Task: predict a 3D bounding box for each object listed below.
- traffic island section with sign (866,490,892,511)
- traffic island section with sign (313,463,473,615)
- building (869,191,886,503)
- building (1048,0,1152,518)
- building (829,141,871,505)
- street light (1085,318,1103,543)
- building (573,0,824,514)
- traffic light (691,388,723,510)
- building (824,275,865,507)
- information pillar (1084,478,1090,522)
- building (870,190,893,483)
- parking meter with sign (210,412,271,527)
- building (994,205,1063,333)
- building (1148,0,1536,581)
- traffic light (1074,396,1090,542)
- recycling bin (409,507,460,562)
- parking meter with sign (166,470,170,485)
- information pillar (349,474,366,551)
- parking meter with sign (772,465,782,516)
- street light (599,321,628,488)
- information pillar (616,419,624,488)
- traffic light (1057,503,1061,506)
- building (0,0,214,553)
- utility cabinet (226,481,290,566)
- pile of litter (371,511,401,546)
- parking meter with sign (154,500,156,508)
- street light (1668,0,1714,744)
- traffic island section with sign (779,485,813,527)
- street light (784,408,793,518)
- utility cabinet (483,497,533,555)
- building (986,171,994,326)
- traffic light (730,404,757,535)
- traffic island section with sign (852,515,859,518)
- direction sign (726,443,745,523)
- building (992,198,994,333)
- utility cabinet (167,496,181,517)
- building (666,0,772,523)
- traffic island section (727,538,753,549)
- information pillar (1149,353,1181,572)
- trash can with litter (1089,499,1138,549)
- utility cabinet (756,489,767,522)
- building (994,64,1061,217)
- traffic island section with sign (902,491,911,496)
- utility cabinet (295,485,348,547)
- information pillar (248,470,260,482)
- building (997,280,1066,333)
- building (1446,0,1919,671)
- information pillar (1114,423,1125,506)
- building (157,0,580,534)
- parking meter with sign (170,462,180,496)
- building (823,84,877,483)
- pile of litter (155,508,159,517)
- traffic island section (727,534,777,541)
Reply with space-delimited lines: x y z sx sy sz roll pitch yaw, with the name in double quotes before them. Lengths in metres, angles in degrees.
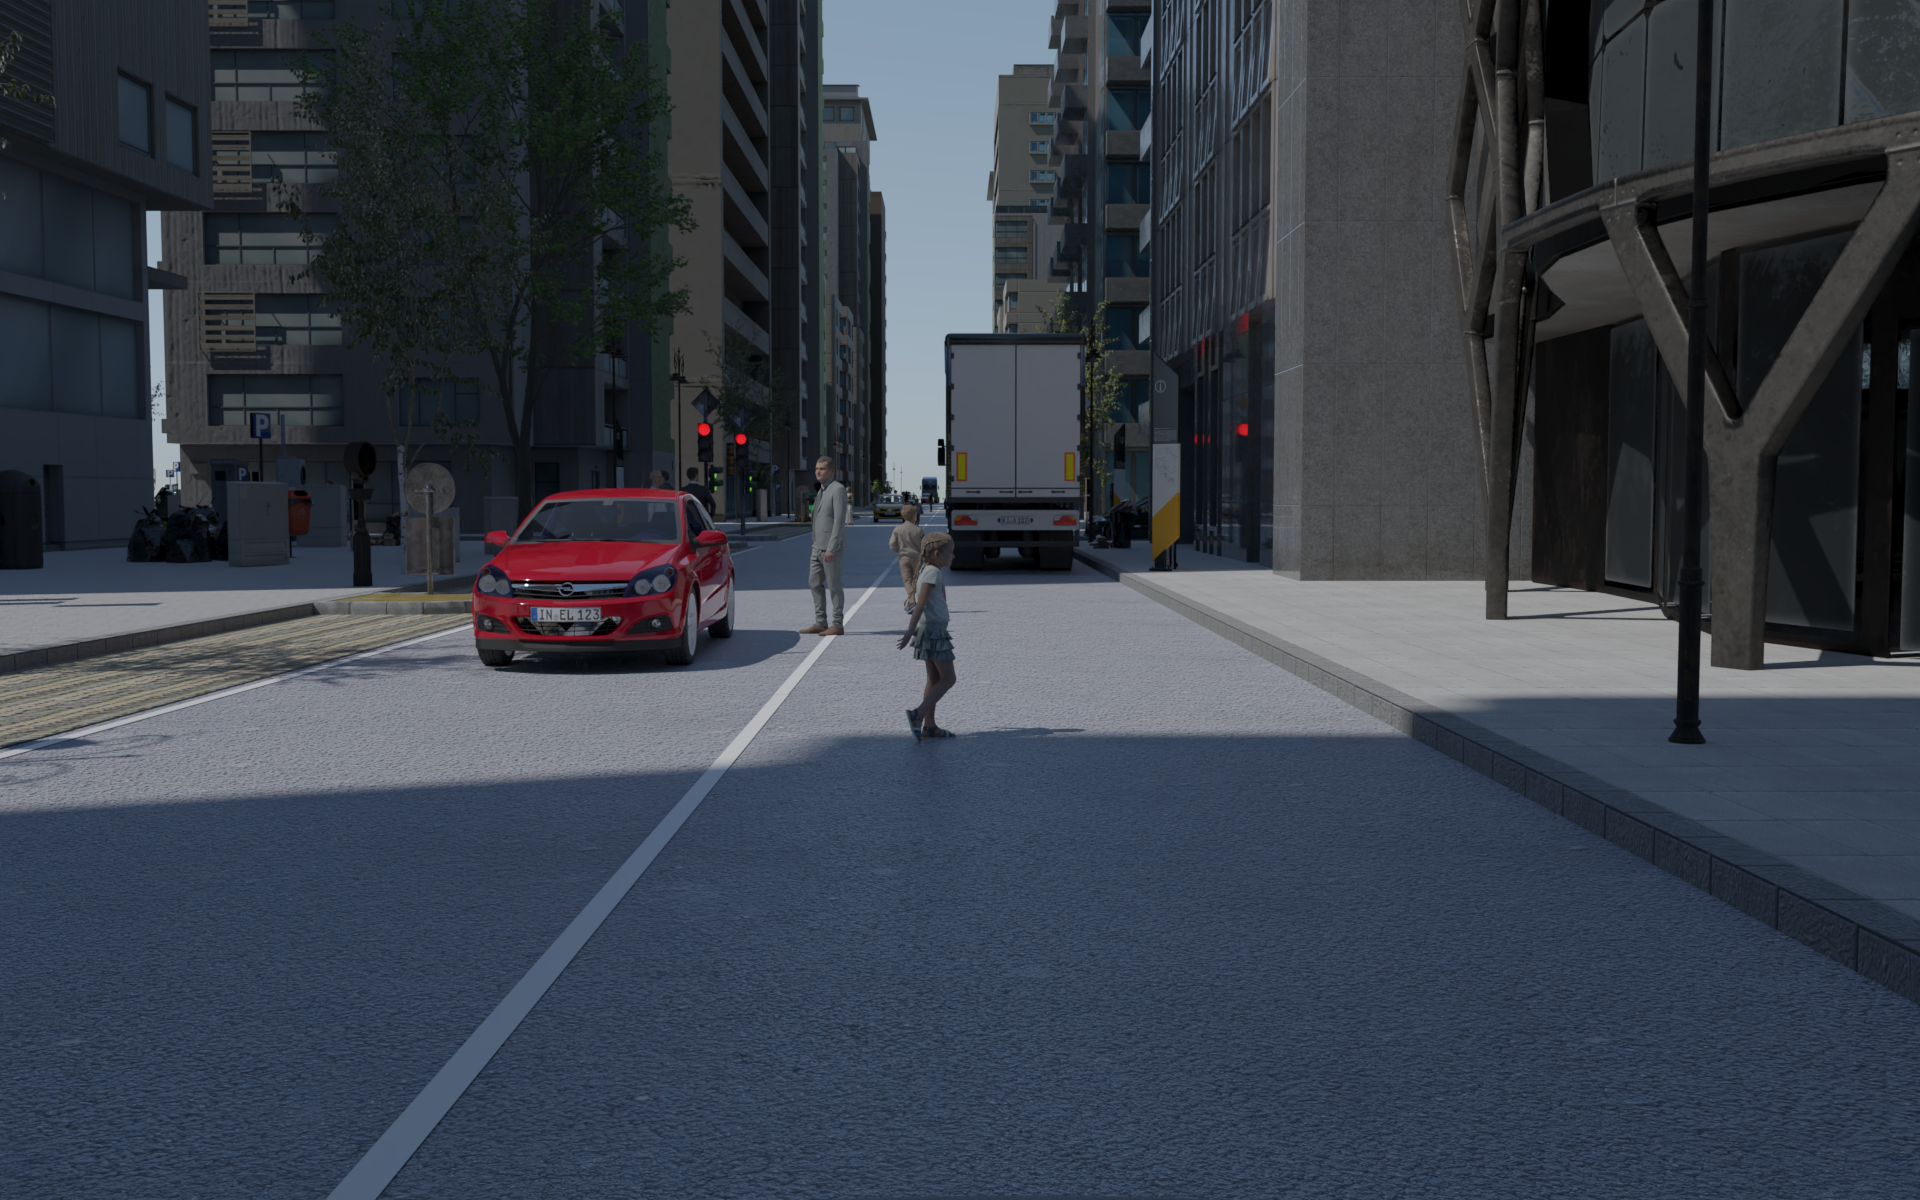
"traffic island section with sign" -7.213 -8.749 151.673 1.989 1.847 2.006 0 4 0
"traffic island section with sign" -6.658 -0.779 21.363 1.989 1.847 2.006 0 4 0
"building" -17.847 -36.637 249.129 14.600 45.320 14.200 0 4 0
"building" 16.410 -29.150 96.212 23.786 49.044 30.456 0 4 0
"building" -17.505 -31.271 194.875 14.154 41.232 14.086 0 4 0
"street light" 3.465 -4.455 45.624 0.468 5.910 1.993 0 4 0
"building" -16.397 -26.288 113.399 14.154 41.232 14.086 0 4 0
"traffic light" -6.719 -3.487 45.929 0.839 4.253 0.868 0 4 0
"building" -24.178 -20.120 173.996 27.650 21.520 28.899 0 4 0
"information pillar" 5.944 -4.640 80.358 0.304 2.012 0.304 -1 4 -11
"building" -22.794 -39.858 271.281 23.786 49.044 30.456 0 4 0
"parking meter with sign" -15.802 -2.523 37.505 1.738 3.016 0.543 1 4 18
"building" 10.395 -24.689 175.363 14.160 30.474 14.107 0 4 0
"building" 10.978 -13.254 34.728 12.078 24.808 19.932 0 4 0
"traffic light" 3.092 -3.490 45.986 0.839 4.253 0.868 0 4 0
"recycling bin" -9.892 -1.222 32.530 0.722 1.027 0.722 3 5 40
"parking meter with sign" -56.143 -7.793 123.676 0.543 3.016 1.738 -3 5 -39
"information pillar" -13.502 -2.099 38.815 0.304 2.012 0.304 -2 4 -30
"parking meter with sign" -10.795 -6.469 102.030 0.543 3.016 1.738 -1 4 -14
"street light" -8.814 -4.366 44.177 0.468 5.910 1.993 0 4 0
"information pillar" -10.496 -3.786 53.257 0.183 3.616 0.504 1 4 15
"traffic light" 3.058 -3.979 53.971 0.839 4.253 0.868 0 4 0
"building" -32.333 -26.997 30.642 27.495 52.752 28.713 0 4 0
"utility cabinet" -12.496 -1.358 30.878 0.318 1.500 1.173 1 4 21
"pile of litter" -14.292 -1.785 43.144 1.176 0.858 1.719 -2 4 -30
"parking meter with sign" -53.532 -7.183 113.695 0.543 3.016 1.738 1 4 19
"street light" 3.761 -2.201 8.781 0.468 5.910 1.993 0 4 0
"traffic island section with sign" -6.894 -4.131 76.170 1.989 1.847 2.006 0 4 0
"street light" -9.006 -7.223 90.881 0.468 5.910 1.993 0 4 0
"utility cabinet" -9.663 -1.586 37.095 1.020 1.237 0.306 -3 5 -44
"building" 18.781 -41.879 273.961 28.713 52.752 27.495 0 4 0
"traffic light" -6.753 -3.975 53.914 0.839 4.253 0.868 0 4 0
"traffic island section with sign" -7.008 -5.780 103.125 1.989 1.847 2.006 0 4 0
"direction sign" -9.877 -5.167 76.484 0.876 3.537 0.379 -1 4 -21
"building" 15.822 -38.211 244.352 23.786 49.044 30.456 0 4 0
"utility cabinet" -33.519 -3.876 74.535 1.020 1.237 0.306 -1 4 -10
"building" -21.223 -28.276 86.022 21.300 48.544 21.600 0 4 0
"traffic island section" -6.759 -1.455 46.063 2.009 0.180 2.903 0 4 0
"information pillar" 3.402 -2.281 28.649 0.504 3.616 0.183 3 4 36
"trash can with litter" 3.620 -1.801 40.836 1.055 1.170 0.624 -1 4 -22
"utility cabinet" -9.006 -4.286 78.752 0.318 1.500 1.173 -1 4 -16
"building" 14.638 -34.798 192.650 21.300 48.544 21.600 0 4 0
"traffic island section with sign" -7.691 -15.573 263.250 1.989 1.847 2.006 0 4 0
"utility cabinet" -15.393 -2.024 41.766 1.173 1.500 0.318 1 4 10
"information pillar" -22.029 -3.031 54.056 0.304 2.012 0.304 -3 5 -45
"building" 17.491 -18.909 154.203 27.650 21.520 28.899 0 4 0
"building" 13.487 -9.100 16.245 16.820 18.784 16.811 0 4 0
"information pillar" 5.283 -4.031 57.265 0.504 3.616 0.183 -3 5 -43
"building" -18.247 -23.050 60.463 14.154 41.232 14.086 0 4 0
"parking meter with sign" -41.713 -5.977 93.985 0.543 3.016 1.738 2 4 33
"building" -25.666 -39.037 227.492 28.713 52.752 27.495 0 4 0
"pile of litter" -29.506 -3.054 63.899 1.176 0.858 1.719 1 4 17
"traffic island section" -6.793 -1.943 54.048 2.009 0.180 2.903 0 4 0
